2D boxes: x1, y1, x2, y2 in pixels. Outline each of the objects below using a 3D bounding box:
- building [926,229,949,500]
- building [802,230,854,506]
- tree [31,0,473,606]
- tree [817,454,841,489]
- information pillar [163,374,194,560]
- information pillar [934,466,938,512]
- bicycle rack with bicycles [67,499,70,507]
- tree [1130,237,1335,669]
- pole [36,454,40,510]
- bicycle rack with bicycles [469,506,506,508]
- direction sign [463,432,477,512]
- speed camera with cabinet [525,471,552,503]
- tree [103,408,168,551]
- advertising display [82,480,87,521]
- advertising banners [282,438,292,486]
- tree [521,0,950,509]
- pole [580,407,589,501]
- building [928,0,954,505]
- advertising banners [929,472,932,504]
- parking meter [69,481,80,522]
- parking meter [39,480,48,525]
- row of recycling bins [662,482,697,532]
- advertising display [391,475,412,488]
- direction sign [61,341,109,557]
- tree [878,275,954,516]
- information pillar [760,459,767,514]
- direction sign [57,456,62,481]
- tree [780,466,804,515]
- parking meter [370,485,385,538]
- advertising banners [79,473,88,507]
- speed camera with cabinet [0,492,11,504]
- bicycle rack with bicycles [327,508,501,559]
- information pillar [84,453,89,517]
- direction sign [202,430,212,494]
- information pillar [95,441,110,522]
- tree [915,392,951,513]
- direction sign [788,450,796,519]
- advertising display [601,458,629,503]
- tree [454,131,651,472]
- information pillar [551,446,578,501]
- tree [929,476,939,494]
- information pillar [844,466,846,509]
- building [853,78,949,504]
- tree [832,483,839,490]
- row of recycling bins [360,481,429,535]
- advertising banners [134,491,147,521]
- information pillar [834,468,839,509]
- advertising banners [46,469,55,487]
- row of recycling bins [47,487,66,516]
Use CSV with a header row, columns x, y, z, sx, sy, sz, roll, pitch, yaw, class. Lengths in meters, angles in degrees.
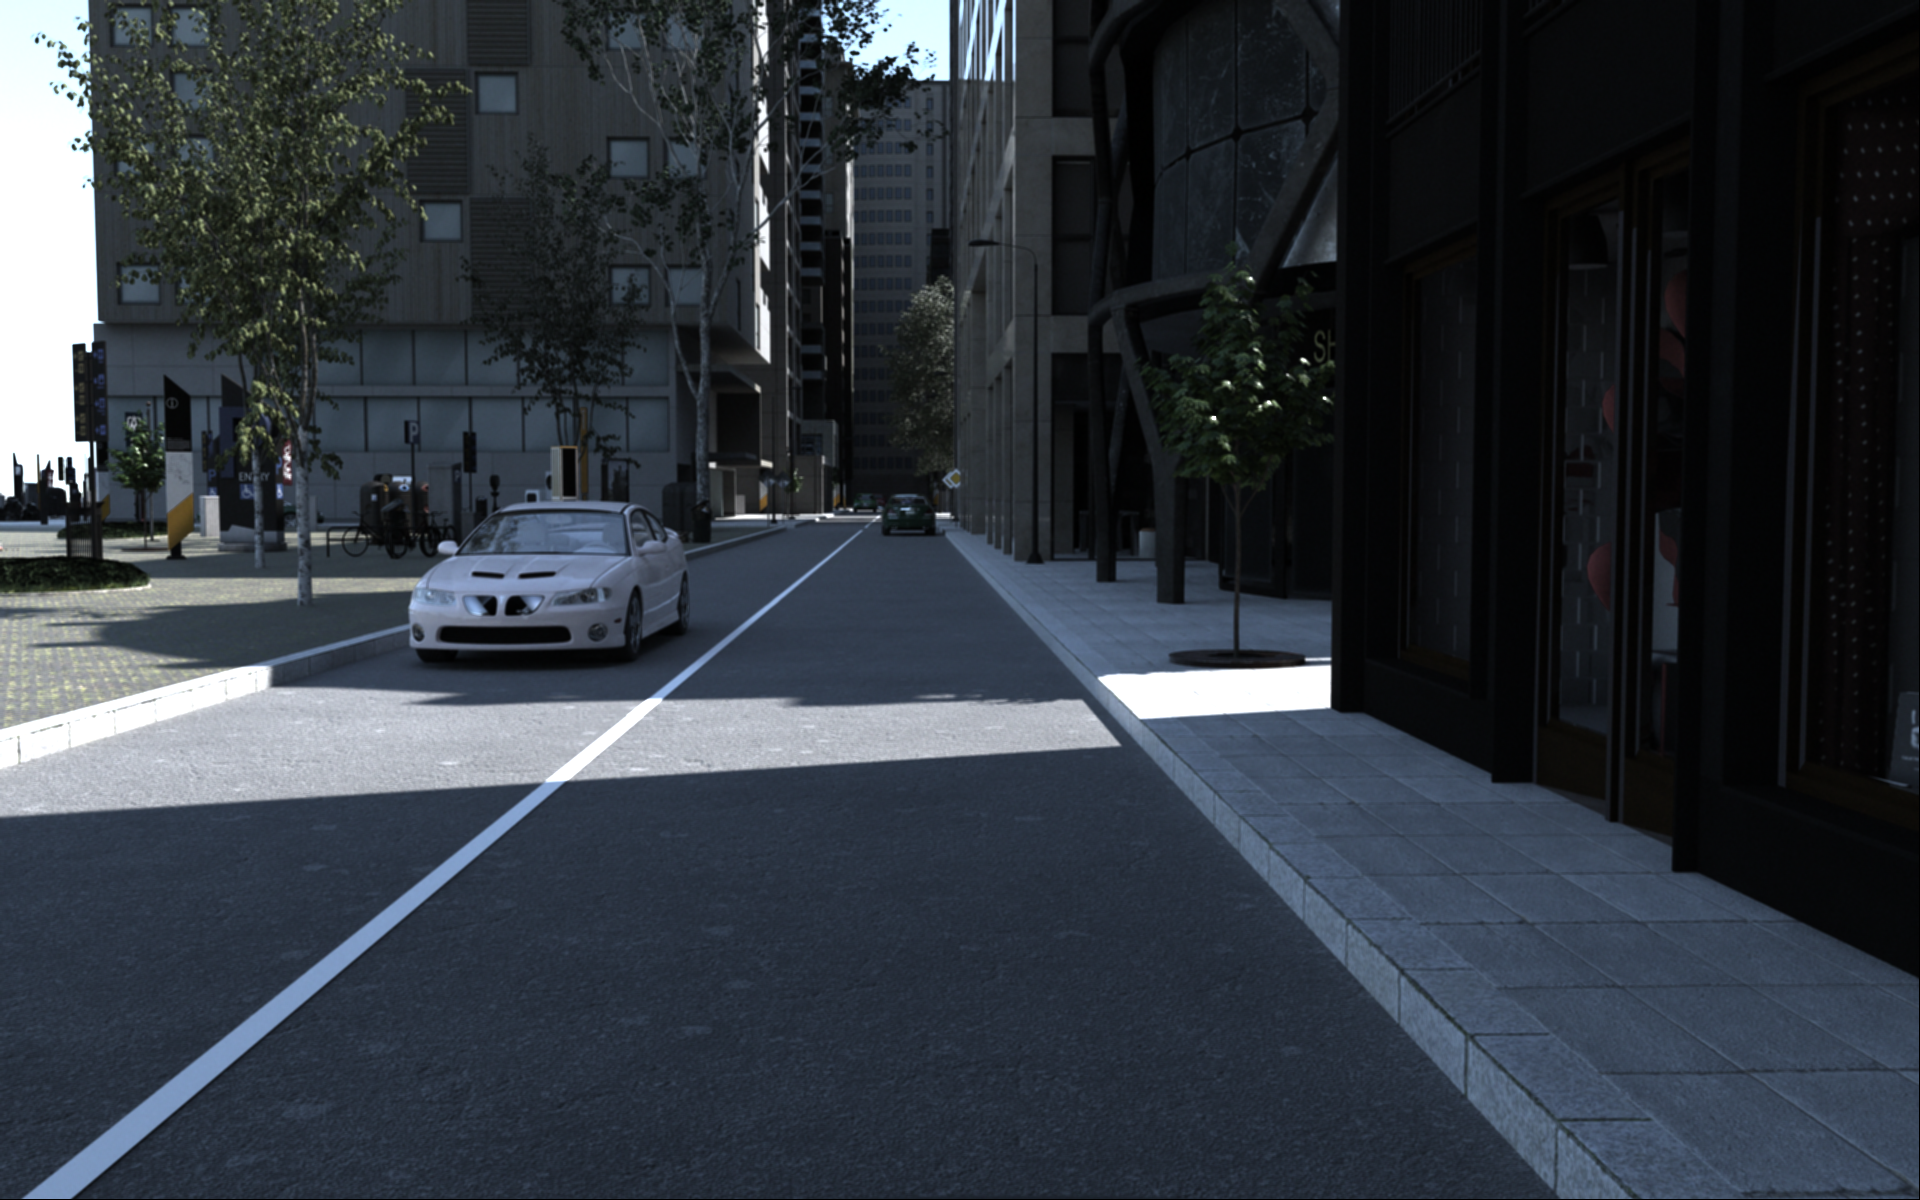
x,y,z,sx,sy,sz,roll,pitch,yaw,class
3.772,-25.598,190.222,14.160,30.474,14.107,0,4,-2,building
-18.835,-25.426,187.417,14.160,30.474,14.107,0,4,-2,building
-7.781,-4.238,19.649,4.737,8.622,4.395,0,3,0,tree
-11.340,-9.449,138.207,4.285,4.588,4.351,0,3,0,tree
-15.347,-2.608,33.997,0.504,3.616,0.183,-2,4,-32,information pillar
-1.717,-8.044,122.873,0.183,3.616,0.504,-3,4,-36,information pillar
-66.269,-7.145,130.196,2.852,0.926,2.925,-1,4,-18,bicycle rack with bicycles
2.026,-1.140,13.241,1.663,3.219,1.824,0,3,0,tree
-46.383,-5.711,87.220,0.158,3.312,0.155,0,3,0,pole
-13.594,-2.290,50.818,2.925,0.926,2.852,2,4,25,bicycle rack with bicycles
-17.885,-4.359,63.261,0.379,3.537,0.876,1,4,14,direction sign
-15.844,-4.401,66.296,2.038,3.252,0.660,3,5,42,speed camera with cabinet
-18.582,-2.734,39.302,1.663,3.219,1.824,0,3,0,tree
-41.751,-4.736,82.645,0.123,1.923,0.974,-2,4,-24,advertising display
-21.456,-3.521,53.754,0.090,3.025,2.074,2,4,27,advertising banners
-6.660,-11.915,50.699,12.611,20.169,13.585,0,3,0,tree
-8.860,-2.876,40.871,0.158,3.312,0.155,0,3,0,pole
7.176,-44.862,171.749,20.563,71.187,20.611,0,4,-2,building
-2.336,-8.615,137.048,0.090,3.025,2.074,0,4,-5,advertising banners
-40.814,-4.534,79.835,0.399,1.863,0.255,-3,4,-39,parking meter
-38.636,-4.117,73.024,0.255,1.863,0.399,-2,4,-23,parking meter
-9.575,-3.251,60.265,1.069,1.692,3.534,-2,4,-25,row of recycling bins
-18.940,-3.287,58.960,0.974,1.923,0.123,2,4,26,advertising display
-12.990,-2.075,25.925,0.876,3.537,0.379,2,4,34,direction sign
-0.177,-11.850,100.410,9.857,13.997,8.962,0,3,0,tree
-12.434,-7.221,109.418,0.504,3.616,0.183,-1,4,-9,information pillar
-53.686,-6.850,103.987,0.876,3.537,0.379,0,4,-2,direction sign
-10.159,-6.742,104.826,1.663,3.219,1.824,0,3,0,tree
-15.844,-2.369,47.145,0.372,1.533,0.369,0,3,0,parking meter
-74.055,-9.139,145.615,0.090,3.025,2.074,1,4,19,advertising banners
-65.739,-7.578,118.236,0.660,3.252,2.038,1,4,11,speed camera with cabinet
-11.500,-1.367,35.728,2.852,0.926,2.925,2,4,29,bicycle rack with bicycles
-49.501,-6.530,98.117,0.183,3.616,0.504,-2,4,-26,information pillar
-26.907,-4.280,61.980,0.379,3.537,0.876,-3,5,-45,direction sign
-31.727,-4.447,64.065,0.183,3.616,0.504,2,4,24,information pillar
-1.134,-10.375,119.997,4.360,8.622,3.978,0,3,0,tree
-8.694,-5.966,89.543,0.379,3.537,0.876,-1,4,-16,direction sign
-6.199,-1.588,31.176,0.123,1.923,0.974,1,4,12,advertising display
-8.077,-5.198,35.356,4.360,8.622,3.978,0,3,0,tree
-6.129,-1.369,26.879,0.304,2.012,0.304,-3,5,-41,information pillar
-2.286,-9.796,154.759,1.663,3.219,1.824,0,3,0,tree
-9.671,-9.405,145.133,0.183,3.616,0.504,-1,4,-13,information pillar
-8.355,-42.881,243.104,28.212,58.520,21.231,0,4,-2,building
-11.270,-9.253,145.882,1.663,3.219,1.824,0,3,0,tree
-17.797,-2.992,56.035,1.069,1.692,3.534,3,4,37,row of recycling bins
-29.909,-4.107,63.329,0.090,3.025,2.074,-3,5,-39,advertising banners
-10.583,-9.598,148.284,0.504,3.616,0.183,-1,4,-11,information pillar
-64.569,-7.659,121.413,2.074,3.025,0.090,-1,4,-17,advertising banners
-53.109,-5.781,101.638,1.069,1.692,3.534,-1,4,-20,row of recycling bins
